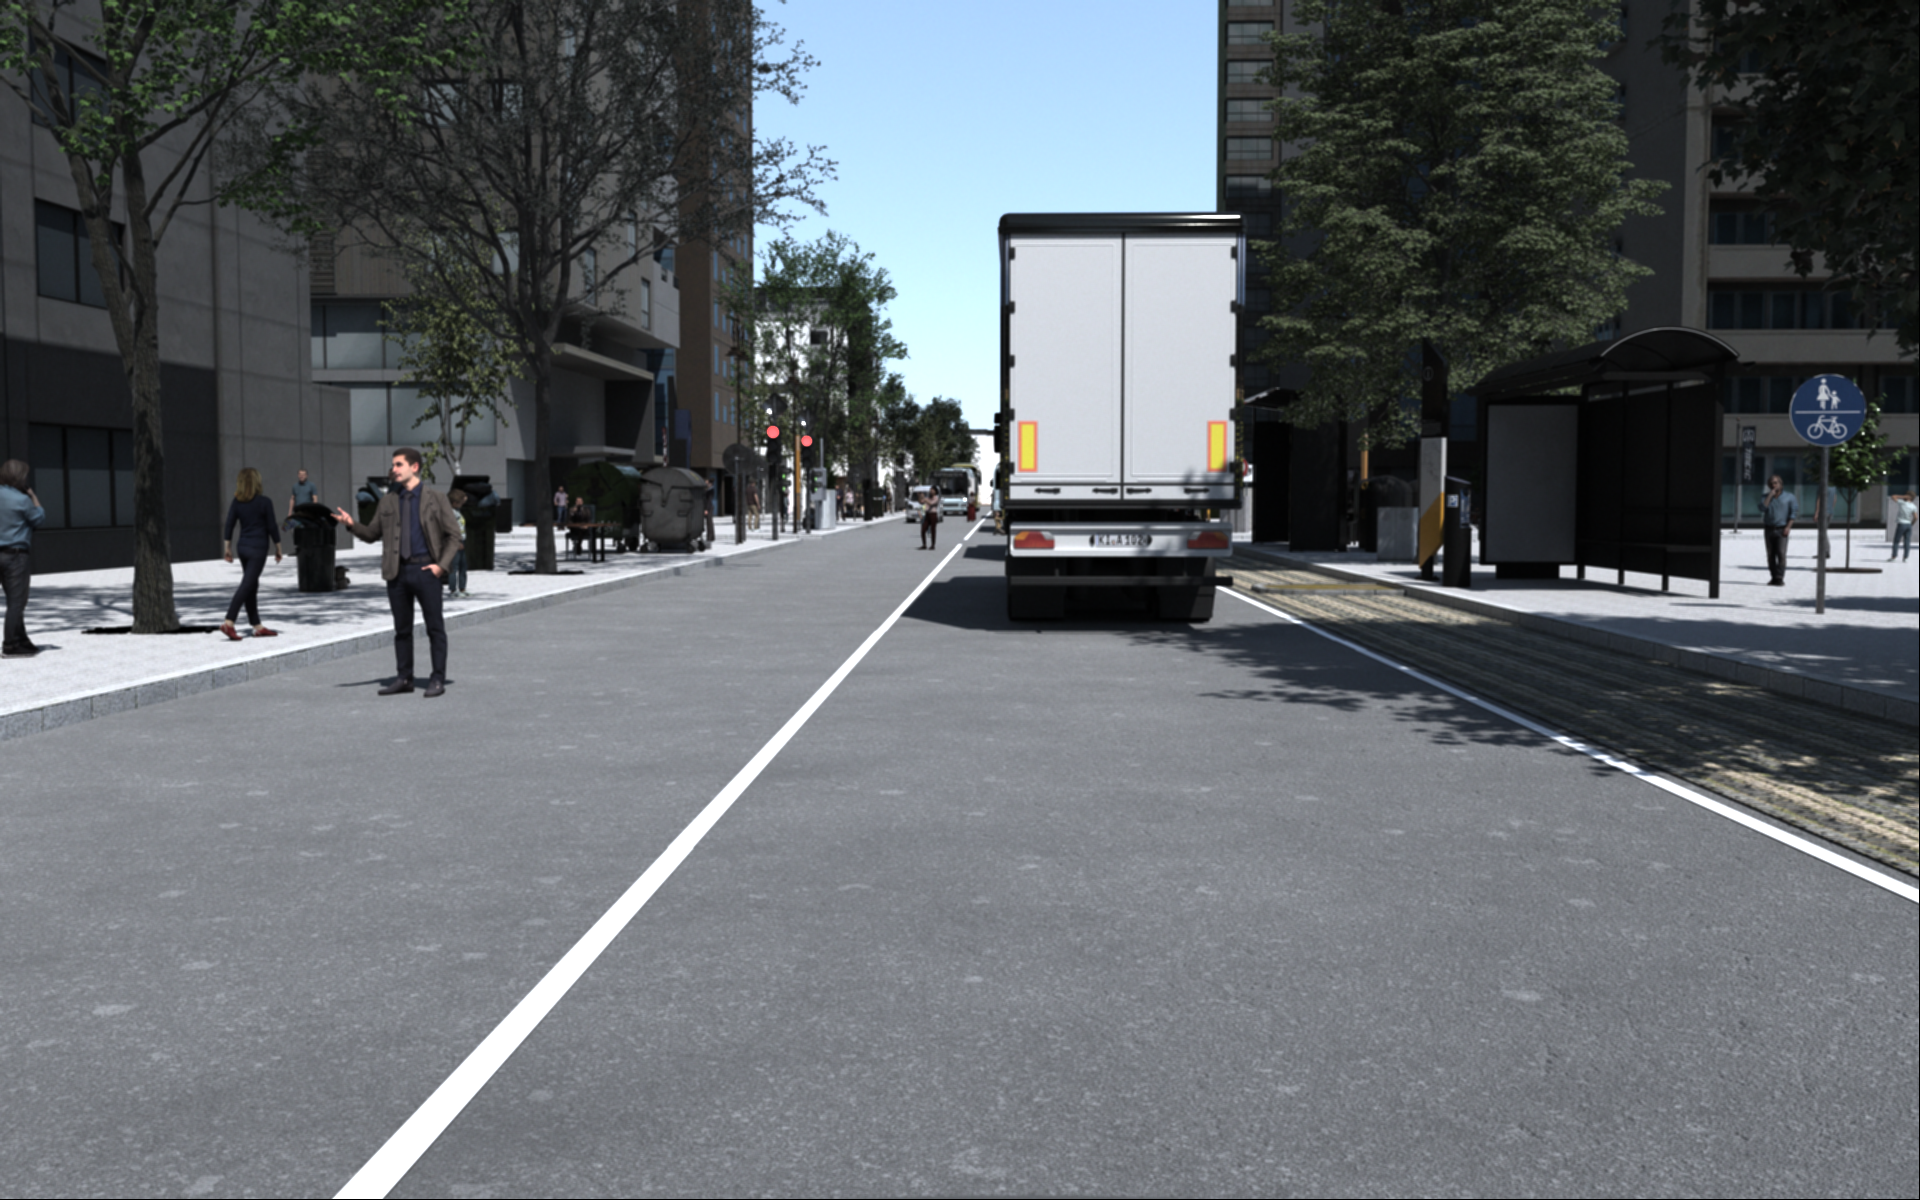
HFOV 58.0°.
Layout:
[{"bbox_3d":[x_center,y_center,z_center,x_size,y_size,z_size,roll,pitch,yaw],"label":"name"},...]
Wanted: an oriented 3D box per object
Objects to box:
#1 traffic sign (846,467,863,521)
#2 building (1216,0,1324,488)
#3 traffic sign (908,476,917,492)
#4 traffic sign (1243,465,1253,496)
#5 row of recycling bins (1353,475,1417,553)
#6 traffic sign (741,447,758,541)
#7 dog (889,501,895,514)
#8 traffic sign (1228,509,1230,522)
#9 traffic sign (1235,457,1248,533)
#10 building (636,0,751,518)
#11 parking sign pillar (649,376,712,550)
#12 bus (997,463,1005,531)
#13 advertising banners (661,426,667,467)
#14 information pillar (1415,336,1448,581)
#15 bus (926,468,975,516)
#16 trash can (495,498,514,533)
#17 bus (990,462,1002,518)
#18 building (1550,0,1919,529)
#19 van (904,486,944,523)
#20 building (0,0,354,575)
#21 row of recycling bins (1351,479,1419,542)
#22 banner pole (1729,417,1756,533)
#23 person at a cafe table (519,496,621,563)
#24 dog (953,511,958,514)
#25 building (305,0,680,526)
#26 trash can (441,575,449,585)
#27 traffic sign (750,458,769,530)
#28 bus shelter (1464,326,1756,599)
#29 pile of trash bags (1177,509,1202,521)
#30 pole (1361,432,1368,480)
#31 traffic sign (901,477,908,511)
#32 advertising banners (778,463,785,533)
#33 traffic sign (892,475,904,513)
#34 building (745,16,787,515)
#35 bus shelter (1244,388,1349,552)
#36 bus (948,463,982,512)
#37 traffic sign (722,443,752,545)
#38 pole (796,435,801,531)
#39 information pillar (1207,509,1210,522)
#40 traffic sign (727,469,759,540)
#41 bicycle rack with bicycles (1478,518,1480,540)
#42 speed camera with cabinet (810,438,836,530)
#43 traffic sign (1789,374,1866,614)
[{"bbox_3d":[-4.950,-4.963,81.252,0.768,2.556,0.104,0,4,5],"label":"traffic sign"},{"bbox_3d":[24.990,-26.854,122.656,14.154,41.232,14.086,0,4,2],"label":"building"},{"bbox_3d":[-3.525,-7.702,125.930,0.884,2.594,0.081,0,4,5],"label":"traffic sign"},{"bbox_3d":[9.970,-3.559,60.314,0.606,2.300,0.079,0,4,3],"label":"traffic sign"},{"bbox_3d":[9.673,-1.983,39.533,1.069,1.692,3.534,1,4,10],"label":"row of recycling bins"},{"bbox_3d":[-5.853,-2.864,46.930,0.768,2.556,0.104,1,4,10],"label":"traffic sign"},{"bbox_3d":[-4.558,-6.106,114.212,0.513,0.831,0.800,1,4,17],"label":"dog"},{"bbox_3d":[8.693,-3.414,55.920,0.768,2.556,0.104,0,4,3],"label":"traffic sign"},{"bbox_3d":[9.096,-3.480,57.006,0.768,2.556,0.104,0,4,7],"label":"traffic sign"},{"bbox_3d":[-19.819,-27.369,97.590,14.600,45.320,14.200,0,4,2],"label":"building"},{"bbox_3d":[-6.513,-3.165,40.221,1.447,3.967,1.447,0,4,-5],"label":"parking sign pillar"},{"bbox_3d":[2.924,-4.749,69.192,2.896,3.916,12.252,0,4,1],"label":"bus"},{"bbox_3d":[-7.587,-3.025,45.652,0.090,3.025,2.074,0,4,5],"label":"advertising banners"},{"bbox_3d":[6.984,-2.094,25.585,0.183,3.616,0.504,-2,4,-24],"label":"information pillar"},{"bbox_3d":[-0.505,-7.557,118.413,2.948,3.499,13.247,0,4,3],"label":"bus"},{"bbox_3d":[-15.044,-2.771,56.964,0.748,1.137,0.748,0,3,0],"label":"trash can"},{"bbox_3d":[3.297,-6.810,106.209,2.948,3.499,13.247,0,4,1],"label":"bus"},{"bbox_3d":[36.558,-27.367,71.154,21.600,48.544,21.300,0,4,2],"label":"building"},{"bbox_3d":[-1.747,-4.868,86.603,2.013,2.044,4.112,0,4,3],"label":"van"},{"bbox_3d":[-24.737,-36.093,28.372,20.611,71.187,20.563,0,4,2],"label":"building"},{"bbox_3d":[11.469,-2.445,47.081,3.534,1.692,1.069,-2,4,-24],"label":"row of recycling bins"},{"bbox_3d":[25.489,-4.057,56.353,0.401,3.779,0.863,-2,4,-31],"label":"banner pole"},{"bbox_3d":[-7.324,-1.353,32.985,1.698,1.238,1.726,0,4,0],"label":"person at a cafe table"},{"bbox_3d":[-0.371,-6.562,127.475,0.550,0.427,0.748,0,4,-1],"label":"dog"},{"bbox_3d":[-27.880,-29.791,76.326,28.713,52.752,27.495,0,4,2],"label":"building"},{"bbox_3d":[-7.455,-0.787,24.521,0.748,1.137,0.748,0,3,0],"label":"trash can"},{"bbox_3d":[-7.171,-3.761,61.602,0.768,2.556,0.104,1,4,8],"label":"traffic sign"},{"bbox_3d":[8.606,-1.817,23.631,2.014,3.302,5.546,0,4,1],"label":"bus shelter"},{"bbox_3d":[10.108,-4.179,78.083,1.912,1.369,3.447,1,4,15],"label":"pile of trash bags"},{"bbox_3d":[13.237,-3.847,56.739,0.158,3.312,0.155,0,3,0],"label":"pole"},{"bbox_3d":[-4.235,-7.787,127.429,0.768,2.556,0.104,1,4,8],"label":"traffic sign"},{"bbox_3d":[-6.004,-3.793,58.203,0.090,3.025,2.074,-1,4,-10],"label":"advertising banners"},{"bbox_3d":[-4.167,-7.110,116.362,0.768,2.556,0.104,0,4,4],"label":"traffic sign"},{"bbox_3d":[-22.371,-41.345,114.249,20.563,71.187,20.611,0,4,2],"label":"building"},{"bbox_3d":[7.900,-3.061,41.328,1.731,3.624,6.357,0,4,2],"label":"bus shelter"},{"bbox_3d":[0.342,-9.211,142.149,2.896,3.916,12.252,0,4,2],"label":"bus"},{"bbox_3d":[-5.628,-2.662,43.636,0.768,2.556,0.104,1,4,11],"label":"traffic sign"},{"bbox_3d":[-5.640,-4.057,60.167,0.158,3.312,0.155,0,3,0],"label":"pole"},{"bbox_3d":[8.892,-4.310,61.829,0.183,3.616,0.504,1,4,10],"label":"information pillar"},{"bbox_3d":[-6.081,-2.968,48.526,0.884,2.594,0.081,0,4,5],"label":"traffic sign"},{"bbox_3d":[15.160,-2.053,46.948,2.852,0.926,2.925,1,4,16],"label":"bicycle rack with bicycles"},{"bbox_3d":[-4.963,-4.142,62.051,0.660,3.252,2.038,1,4,10],"label":"speed camera with cabinet"},{"bbox_3d":[9.210,-1.123,18.471,0.768,2.556,0.104,0,4,8],"label":"traffic sign"}]
